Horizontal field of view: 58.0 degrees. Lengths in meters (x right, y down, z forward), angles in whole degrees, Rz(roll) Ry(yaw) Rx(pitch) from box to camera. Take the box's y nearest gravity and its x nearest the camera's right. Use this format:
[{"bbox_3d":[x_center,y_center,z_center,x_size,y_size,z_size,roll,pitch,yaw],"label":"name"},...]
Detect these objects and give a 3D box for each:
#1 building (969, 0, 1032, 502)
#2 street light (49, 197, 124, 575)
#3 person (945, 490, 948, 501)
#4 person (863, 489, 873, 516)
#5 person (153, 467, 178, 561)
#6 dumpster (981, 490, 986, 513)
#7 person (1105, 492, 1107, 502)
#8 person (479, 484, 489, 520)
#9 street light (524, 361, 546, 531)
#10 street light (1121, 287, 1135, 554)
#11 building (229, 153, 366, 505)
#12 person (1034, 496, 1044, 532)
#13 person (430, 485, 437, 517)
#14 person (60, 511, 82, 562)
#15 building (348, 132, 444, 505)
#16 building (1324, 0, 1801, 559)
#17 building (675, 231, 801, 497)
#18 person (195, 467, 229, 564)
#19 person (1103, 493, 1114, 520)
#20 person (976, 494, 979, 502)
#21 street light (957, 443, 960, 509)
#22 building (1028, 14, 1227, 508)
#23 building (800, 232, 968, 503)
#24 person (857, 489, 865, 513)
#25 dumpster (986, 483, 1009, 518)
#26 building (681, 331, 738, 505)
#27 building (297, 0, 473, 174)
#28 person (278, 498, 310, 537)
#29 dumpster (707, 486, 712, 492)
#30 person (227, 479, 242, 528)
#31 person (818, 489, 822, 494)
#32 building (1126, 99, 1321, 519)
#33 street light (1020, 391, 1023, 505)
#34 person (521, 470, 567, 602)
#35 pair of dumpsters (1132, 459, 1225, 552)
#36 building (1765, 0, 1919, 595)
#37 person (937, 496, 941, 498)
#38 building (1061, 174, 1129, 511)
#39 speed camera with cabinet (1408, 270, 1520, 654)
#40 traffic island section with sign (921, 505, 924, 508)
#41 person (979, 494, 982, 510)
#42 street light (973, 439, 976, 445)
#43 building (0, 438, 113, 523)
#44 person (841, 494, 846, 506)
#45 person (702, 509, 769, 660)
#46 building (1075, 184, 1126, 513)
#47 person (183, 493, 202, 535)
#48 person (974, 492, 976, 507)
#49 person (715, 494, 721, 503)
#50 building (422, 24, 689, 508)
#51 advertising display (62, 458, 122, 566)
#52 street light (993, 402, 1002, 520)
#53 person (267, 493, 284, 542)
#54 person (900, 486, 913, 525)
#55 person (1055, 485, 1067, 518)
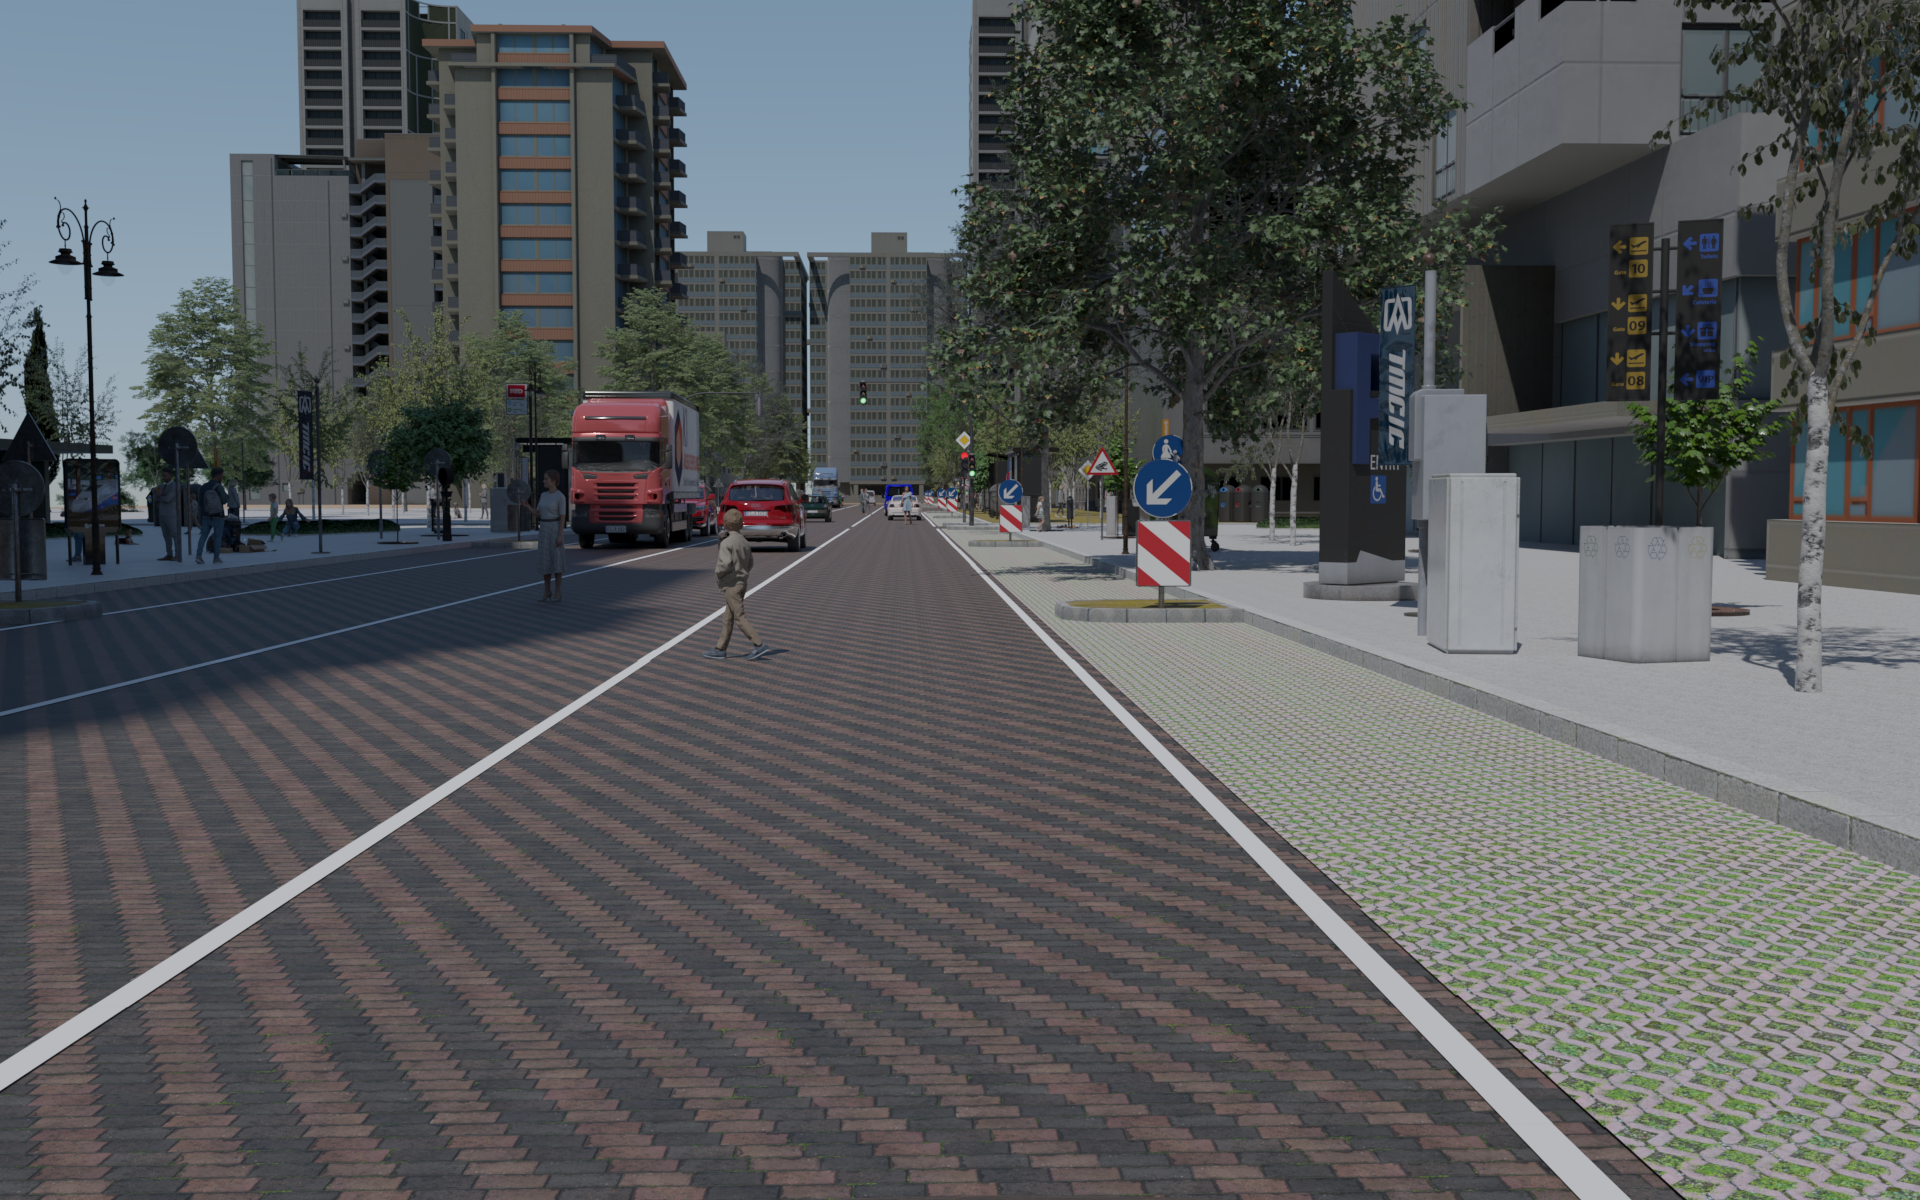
[{"bbox_3d":[11.843,-49.914,254.349,20.611,71.187,20.563,0,4,-2],"label":"building"},{"bbox_3d":[-13.703,-3.335,27.315,0.468,5.910,1.993,0,4,-2],"label":"street light"},{"bbox_3d":[-1.609,-11.748,198.842,1.217,1.735,0.721,-1,4,-17],"label":"person"},{"bbox_3d":[-6.153,-6.534,115.599,0.573,1.790,0.520,3,4,36],"label":"person"},{"bbox_3d":[-15.246,-1.653,33.244,0.511,1.800,0.466,1,4,21],"label":"person"},{"bbox_3d":[2.125,-7.055,121.107,1.264,1.857,1.865,0,4,-2],"label":"dumpster"},{"bbox_3d":[8.318,-5.510,96.134,0.555,1.821,0.388,0,4,-7],"label":"person"},{"bbox_3d":[-24.036,-4.959,87.312,0.526,1.800,0.537,-1,4,-19],"label":"person"},{"bbox_3d":[-14.710,-5.340,60.101,0.468,5.910,1.993,0,4,-2],"label":"street light"},{"bbox_3d":[3.532,-3.914,36.785,0.468,5.910,1.993,0,4,-2],"label":"street light"},{"bbox_3d":[-78.819,-32.245,210.804,14.086,41.232,14.154,0,4,-2],"label":"building"},{"bbox_3d":[2.653,-2.901,58.481,0.382,1.210,0.505,-1,4,-11],"label":"person"},{"bbox_3d":[-28.979,-5.464,95.554,0.511,1.800,0.466,2,4,23],"label":"person"},{"bbox_3d":[-16.595,-1.602,32.591,0.721,1.781,0.623,-3,5,-39],"label":"person"},{"bbox_3d":[-64.669,-34.287,210.695,14.200,45.320,14.600,0,4,-2],"label":"building"},{"bbox_3d":[25.684,-27.964,46.449,28.713,52.752,27.495,0,4,-2],"label":"building"},{"bbox_3d":[-34.903,-34.671,258.746,23.993,40.220,32.217,0,4,-2],"label":"building"},{"bbox_3d":[-13.760,-1.561,31.913,0.623,1.781,0.721,0,4,1],"label":"person"},{"bbox_3d":[7.391,-4.814,84.839,0.778,1.811,0.616,2,4,34],"label":"person"},{"bbox_3d":[2.301,-12.027,203.420,1.217,1.736,0.721,-1,4,-18],"label":"person"},{"bbox_3d":[-0.188,-10.976,152.246,0.468,5.910,1.993,0,4,-2],"label":"street light"},{"bbox_3d":[17.464,-33.047,164.025,21.300,48.544,21.600,0,4,-2],"label":"building"},{"bbox_3d":[-10.623,-34.739,259.860,23.993,40.220,32.217,0,4,-2],"label":"building"},{"bbox_3d":[-7.338,-7.336,128.614,0.590,1.801,0.661,-2,4,-23],"label":"person"},{"bbox_3d":[2.220,-5.336,92.994,1.264,1.857,1.865,0,4,-2],"label":"dumpster"},{"bbox_3d":[-42.367,-22.100,206.374,28.899,21.520,27.650,0,4,-2],"label":"building"},{"bbox_3d":[-82.103,-49.703,250.903,20.611,71.187,20.563,0,4,-2],"label":"building"},{"bbox_3d":[-20.053,-2.482,52.125,1.012,1.151,0.738,0,4,-7],"label":"person"},{"bbox_3d":[-16.436,-6.366,109.850,1.264,1.857,1.865,0,4,-2],"label":"dumpster"},{"bbox_3d":[-25.035,-3.262,59.561,0.709,1.800,0.728,3,5,42],"label":"person"},{"bbox_3d":[-10.267,-7.287,127.826,0.473,1.802,0.592,3,5,44],"label":"person"},{"bbox_3d":[24.925,-16.725,92.522,30.058,24.678,14.314,0,4,-2],"label":"building"},{"bbox_3d":[2.479,-5.907,69.363,0.468,5.910,1.993,0,4,-2],"label":"street light"},{"bbox_3d":[-5.521,-0.857,23.079,0.480,1.755,0.524,2,4,27],"label":"person"},{"bbox_3d":[5.082,-2.325,40.514,1.574,2.255,4.437,0,4,-2],"label":"pair of dumpsters"},{"bbox_3d":[26.335,-10.167,11.275,27.650,21.520,28.899,0,4,-2],"label":"building"},{"bbox_3d":[-2.466,-13.487,227.383,1.217,1.723,0.721,3,4,39],"label":"person"},{"bbox_3d":[15.517,-21.817,142.618,13.634,28.700,20.117,0,4,-2],"label":"building"},{"bbox_3d":[4.281,-1.248,14.744,0.660,3.252,2.038,0,4,6],"label":"speed camera with cabinet"},{"bbox_3d":[-3.167,-10.479,179.955,1.989,1.847,2.006,0,4,-2],"label":"traffic island section with sign"},{"bbox_3d":[1.755,-8.211,140.470,0.466,1.800,0.511,0,4,8],"label":"person"},{"bbox_3d":[0.845,-8.983,119.667,0.468,5.910,1.993,0,4,-2],"label":"street light"},{"bbox_3d":[-43.964,-24.108,48.790,28.867,44.769,22.147,0,4,-2],"label":"building"},{"bbox_3d":[-13.552,-11.585,201.145,0.421,1.427,0.697,3,5,42],"label":"person"},{"bbox_3d":[-1.952,-0.133,14.954,0.640,1.303,0.475,1,4,11],"label":"person"},{"bbox_3d":[16.321,-18.245,117.372,14.314,24.678,30.058,0,4,-2],"label":"building"},{"bbox_3d":[-24.260,-2.724,54.853,0.640,1.303,0.475,-2,4,-27],"label":"person"},{"bbox_3d":[1.296,-9.380,160.120,0.721,1.743,1.217,0,4,-8],"label":"person"},{"bbox_3d":[-24.814,-10.538,179.065,1.217,1.743,0.721,1,4,22],"label":"person"},{"bbox_3d":[-37.955,-31.243,165.442,22.147,44.769,28.867,0,4,-2],"label":"building"},{"bbox_3d":[-15.722,-1.602,31.404,0.123,1.923,0.974,3,4,39],"label":"advertising display"},{"bbox_3d":[1.878,-6.991,87.087,0.468,5.910,1.993,0,4,-2],"label":"street light"},{"bbox_3d":[-18.442,-2.223,46.641,0.306,1.304,0.590,2,4,28],"label":"person"},{"bbox_3d":[-2.504,-4.436,81.129,0.616,1.811,0.778,1,4,17],"label":"person"},{"bbox_3d":[5.542,-5.399,94.505,0.728,1.800,0.709,1,4,23],"label":"person"}]
